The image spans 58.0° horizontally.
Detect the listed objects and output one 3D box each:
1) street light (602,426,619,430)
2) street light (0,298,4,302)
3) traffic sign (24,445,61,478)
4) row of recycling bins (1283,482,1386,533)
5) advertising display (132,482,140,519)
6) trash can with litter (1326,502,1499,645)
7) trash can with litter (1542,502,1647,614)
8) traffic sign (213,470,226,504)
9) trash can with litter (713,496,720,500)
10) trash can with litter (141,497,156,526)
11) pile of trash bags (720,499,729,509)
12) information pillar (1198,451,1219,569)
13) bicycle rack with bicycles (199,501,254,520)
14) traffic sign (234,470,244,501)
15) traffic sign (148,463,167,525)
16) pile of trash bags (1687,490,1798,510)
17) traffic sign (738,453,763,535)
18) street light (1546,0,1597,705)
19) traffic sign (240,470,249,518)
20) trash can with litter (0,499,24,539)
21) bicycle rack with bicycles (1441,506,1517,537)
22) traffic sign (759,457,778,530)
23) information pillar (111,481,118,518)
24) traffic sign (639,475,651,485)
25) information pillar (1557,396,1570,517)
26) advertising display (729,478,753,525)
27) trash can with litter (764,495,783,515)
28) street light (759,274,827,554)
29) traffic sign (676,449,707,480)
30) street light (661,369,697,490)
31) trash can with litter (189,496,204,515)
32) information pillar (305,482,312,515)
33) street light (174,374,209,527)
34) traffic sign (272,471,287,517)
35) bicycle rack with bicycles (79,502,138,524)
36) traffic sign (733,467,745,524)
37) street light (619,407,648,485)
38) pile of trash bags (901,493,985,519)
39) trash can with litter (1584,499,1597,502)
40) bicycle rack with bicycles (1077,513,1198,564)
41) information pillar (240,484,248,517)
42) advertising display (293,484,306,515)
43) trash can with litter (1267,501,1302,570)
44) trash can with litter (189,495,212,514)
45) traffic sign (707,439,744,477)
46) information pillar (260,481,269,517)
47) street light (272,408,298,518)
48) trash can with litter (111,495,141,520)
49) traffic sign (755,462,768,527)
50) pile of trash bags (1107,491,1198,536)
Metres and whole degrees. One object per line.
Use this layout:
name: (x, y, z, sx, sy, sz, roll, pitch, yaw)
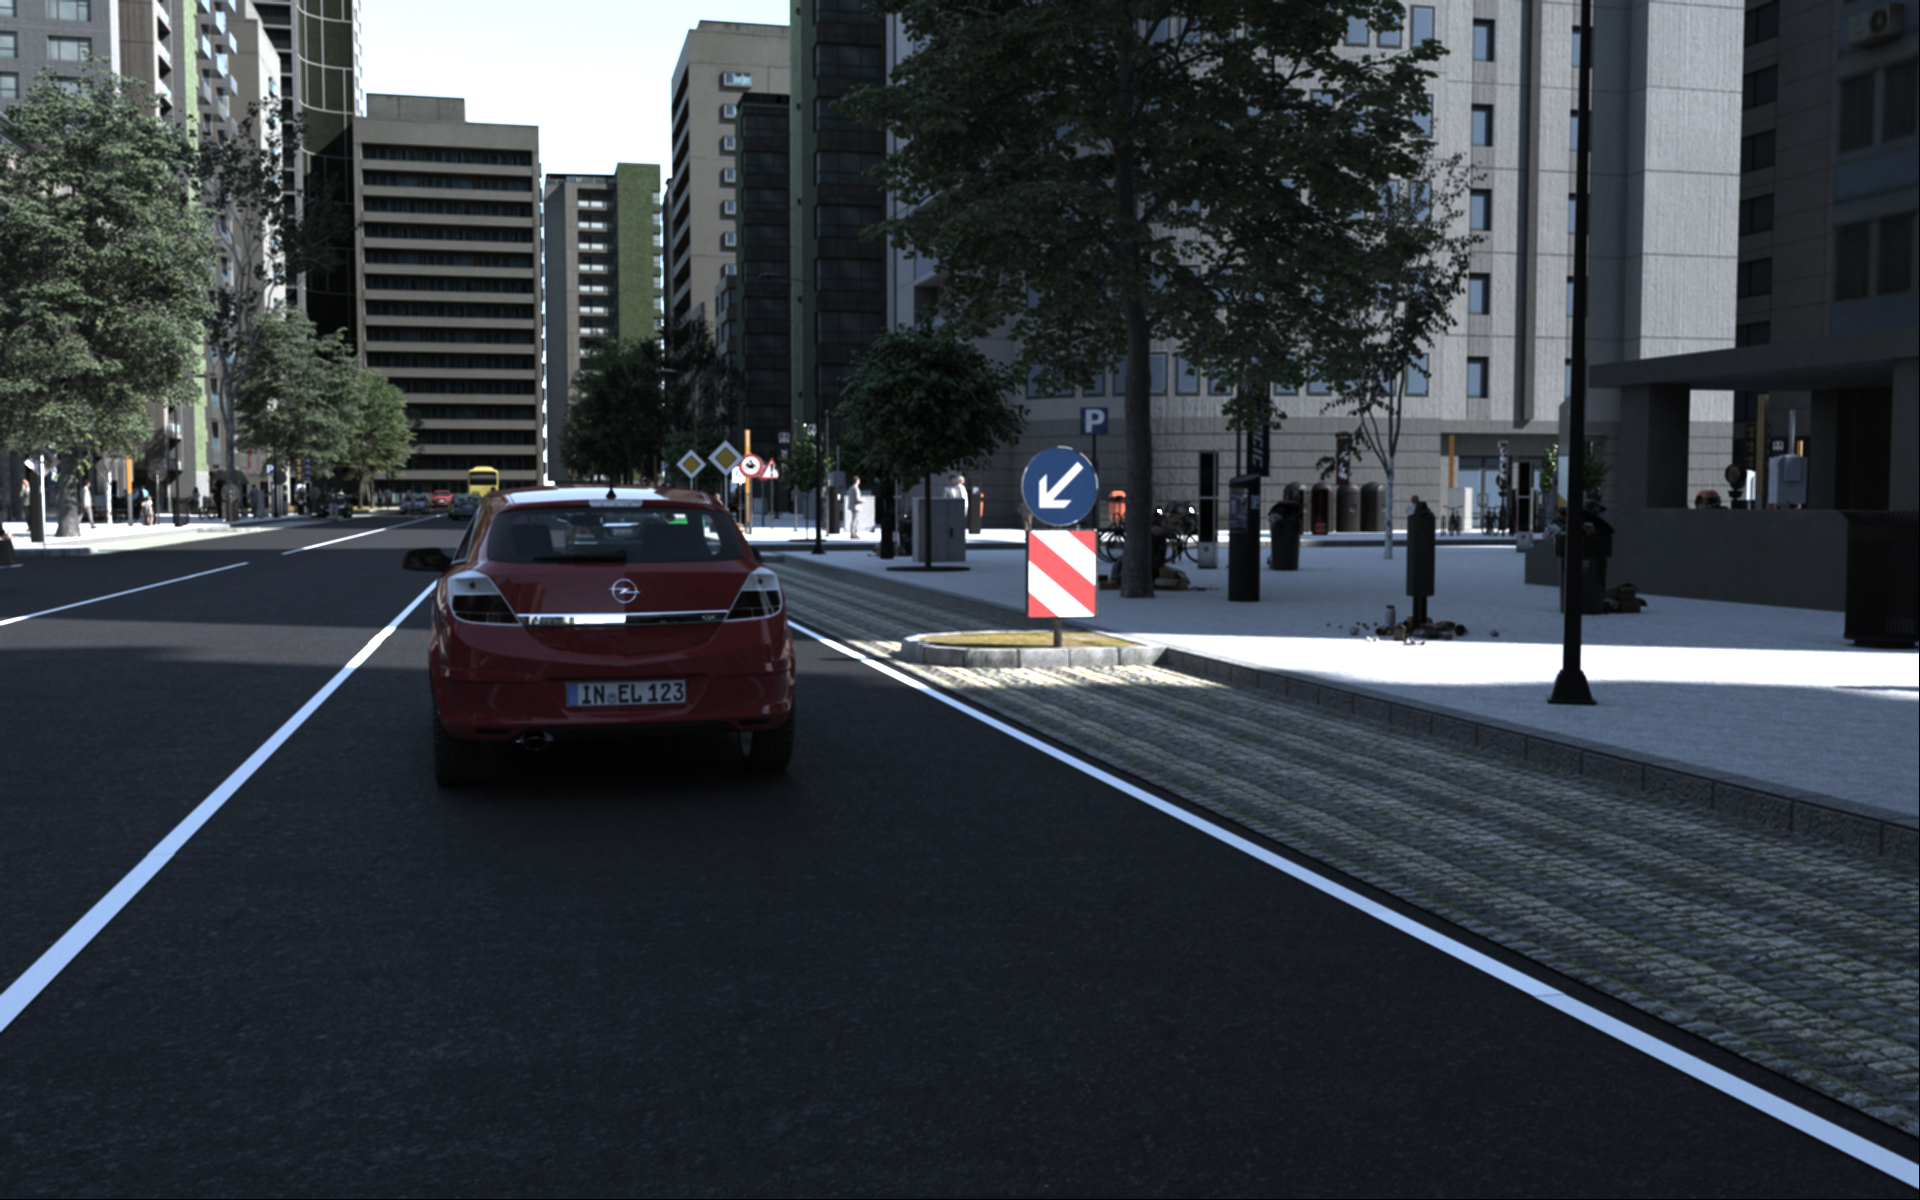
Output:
street light: (-23.729, -8.896, 117.982, 1.470, 5.913, 1.316, -1, 4, -14)
street light: (-23.194, -4.173, 40.777, 1.470, 5.913, 1.316, -1, 4, -14)
traffic sign: (-21.756, -2.378, 41.070, 0.795, 2.593, 0.064, -1, 4, -14)
row of recycling bins: (12.598, -3.117, 58.073, 3.534, 1.692, 1.069, -1, 4, -9)
advertising display: (-43.081, -5.211, 90.419, 0.123, 1.923, 0.974, 0, 4, -4)
trash can with litter: (4.030, -0.287, 15.754, 1.678, 1.210, 2.233, 1, 4, 22)
trash can with litter: (6.880, -0.449, 18.732, 1.055, 1.170, 0.624, -2, 4, -26)
traffic sign: (-39.043, -5.589, 91.489, 0.768, 2.556, 0.104, -1, 4, -10)
trash can with litter: (-15.621, -6.145, 111.850, 0.624, 1.170, 1.055, -3, 5, -43)
trash can with litter: (-33.079, -3.610, 70.416, 0.624, 1.170, 1.055, -3, 5, -39)
pile of trash bags: (-16.281, -6.621, 118.004, 3.447, 1.369, 1.912, -2, 4, -31)
information pillar: (4.267, -1.547, 29.778, 0.304, 2.012, 0.304, 1, 4, 19)
bicycle rack with bicycles: (-37.289, -4.540, 87.603, 2.852, 0.926, 2.925, 2, 4, 24)
traffic sign: (-37.888, -5.538, 90.647, 0.768, 2.556, 0.104, -1, 4, -11)
traffic sign: (-33.032, -4.354, 71.298, 0.768, 2.556, 0.104, 0, 4, -7)
pile of trash bags: (17.512, -1.786, 38.950, 1.912, 1.369, 3.447, 0, 4, -5)
traffic sign: (-6.532, -3.301, 54.075, 0.768, 2.556, 0.104, -1, 4, -12)
street light: (3.241, -2.314, 10.380, 1.470, 5.913, 1.316, -1, 4, -14)
traffic sign: (-38.788, -5.715, 93.439, 0.884, 2.594, 0.081, -1, 4, -13)
trash can with litter: (-27.832, -2.322, 49.017, 2.233, 1.210, 1.678, -2, 4, -24)
bicycle rack with bicycles: (15.873, -2.427, 53.059, 2.852, 0.926, 2.925, 1, 4, 19)
traffic sign: (-6.683, -3.762, 61.518, 0.884, 2.594, 0.081, -1, 4, -13)
information pillar: (-45.967, -5.482, 94.123, 0.304, 2.012, 0.304, -2, 4, -33)
traffic sign: (-21.286, -7.160, 117.175, 0.768, 2.556, 0.104, 0, 4, -8)
information pillar: (13.323, -2.846, 37.879, 0.183, 3.616, 0.504, -3, 4, -39)
advertising display: (-8.796, -3.934, 69.536, 0.974, 1.923, 0.123, -1, 4, -21)
trash can with litter: (-11.491, -5.733, 104.799, 1.678, 1.210, 2.233, 2, 4, 28)
street light: (-3.554, -3.928, 36.772, 1.470, 5.913, 1.316, -1, 4, -14)
traffic sign: (-6.913, -2.603, 44.749, 0.795, 2.593, 0.064, -1, 4, -14)
street light: (-10.431, -5.634, 64.655, 1.470, 5.913, 1.316, -1, 4, -14)
trash can with litter: (-46.652, -5.786, 105.991, 1.055, 1.170, 0.624, 1, 4, 9)
information pillar: (-39.176, -6.098, 104.197, 0.304, 2.012, 0.304, 0, 4, -6)
street light: (-29.827, -5.790, 67.209, 1.470, 5.913, 1.316, -1, 4, -14)
traffic sign: (-37.552, -5.841, 95.598, 0.768, 2.556, 0.104, 0, 4, -7)
bicycle rack with bicycles: (-36.794, -3.741, 74.540, 2.852, 0.926, 2.925, 2, 4, 32)
traffic sign: (-8.269, -3.856, 65.167, 0.606, 2.300, 0.079, -1, 4, -14)
street light: (-17.043, -7.264, 91.304, 1.470, 5.913, 1.316, -1, 4, -14)
pile of trash bags: (-0.691, -2.917, 57.442, 3.447, 1.369, 1.912, -2, 4, -32)
trash can with litter: (14.236, -1.644, 38.261, 1.055, 1.170, 0.624, -1, 4, -11)
bicycle rack with bicycles: (3.365, -1.182, 32.705, 2.925, 0.926, 2.852, 1, 4, 12)
information pillar: (-41.000, -5.790, 99.163, 0.304, 2.012, 0.304, -3, 4, -37)
advertising display: (-40.701, -6.215, 106.834, 0.123, 1.923, 0.974, 2, 4, 30)
trash can with litter: (5.428, -1.105, 29.450, 0.624, 1.170, 1.055, 0, 4, -4)
trash can with litter: (-48.377, -6.069, 110.288, 2.233, 1.210, 1.678, -3, 5, -44)
traffic sign: (-4.974, -2.129, 37.001, 0.795, 2.593, 0.064, -1, 4, -14)
information pillar: (-39.586, -5.756, 98.596, 0.304, 2.012, 0.304, 2, 4, 26)
street light: (-36.504, -7.412, 93.721, 1.470, 5.913, 1.316, -1, 4, -14)
trash can with litter: (-41.611, -4.631, 86.766, 2.233, 1.210, 1.678, -2, 4, -27)
traffic sign: (-7.746, -4.156, 68.058, 0.768, 2.556, 0.104, -1, 4, -10)
pile of trash bags: (6.236, -2.712, 54.086, 3.447, 1.369, 1.912, -1, 4, -15)
